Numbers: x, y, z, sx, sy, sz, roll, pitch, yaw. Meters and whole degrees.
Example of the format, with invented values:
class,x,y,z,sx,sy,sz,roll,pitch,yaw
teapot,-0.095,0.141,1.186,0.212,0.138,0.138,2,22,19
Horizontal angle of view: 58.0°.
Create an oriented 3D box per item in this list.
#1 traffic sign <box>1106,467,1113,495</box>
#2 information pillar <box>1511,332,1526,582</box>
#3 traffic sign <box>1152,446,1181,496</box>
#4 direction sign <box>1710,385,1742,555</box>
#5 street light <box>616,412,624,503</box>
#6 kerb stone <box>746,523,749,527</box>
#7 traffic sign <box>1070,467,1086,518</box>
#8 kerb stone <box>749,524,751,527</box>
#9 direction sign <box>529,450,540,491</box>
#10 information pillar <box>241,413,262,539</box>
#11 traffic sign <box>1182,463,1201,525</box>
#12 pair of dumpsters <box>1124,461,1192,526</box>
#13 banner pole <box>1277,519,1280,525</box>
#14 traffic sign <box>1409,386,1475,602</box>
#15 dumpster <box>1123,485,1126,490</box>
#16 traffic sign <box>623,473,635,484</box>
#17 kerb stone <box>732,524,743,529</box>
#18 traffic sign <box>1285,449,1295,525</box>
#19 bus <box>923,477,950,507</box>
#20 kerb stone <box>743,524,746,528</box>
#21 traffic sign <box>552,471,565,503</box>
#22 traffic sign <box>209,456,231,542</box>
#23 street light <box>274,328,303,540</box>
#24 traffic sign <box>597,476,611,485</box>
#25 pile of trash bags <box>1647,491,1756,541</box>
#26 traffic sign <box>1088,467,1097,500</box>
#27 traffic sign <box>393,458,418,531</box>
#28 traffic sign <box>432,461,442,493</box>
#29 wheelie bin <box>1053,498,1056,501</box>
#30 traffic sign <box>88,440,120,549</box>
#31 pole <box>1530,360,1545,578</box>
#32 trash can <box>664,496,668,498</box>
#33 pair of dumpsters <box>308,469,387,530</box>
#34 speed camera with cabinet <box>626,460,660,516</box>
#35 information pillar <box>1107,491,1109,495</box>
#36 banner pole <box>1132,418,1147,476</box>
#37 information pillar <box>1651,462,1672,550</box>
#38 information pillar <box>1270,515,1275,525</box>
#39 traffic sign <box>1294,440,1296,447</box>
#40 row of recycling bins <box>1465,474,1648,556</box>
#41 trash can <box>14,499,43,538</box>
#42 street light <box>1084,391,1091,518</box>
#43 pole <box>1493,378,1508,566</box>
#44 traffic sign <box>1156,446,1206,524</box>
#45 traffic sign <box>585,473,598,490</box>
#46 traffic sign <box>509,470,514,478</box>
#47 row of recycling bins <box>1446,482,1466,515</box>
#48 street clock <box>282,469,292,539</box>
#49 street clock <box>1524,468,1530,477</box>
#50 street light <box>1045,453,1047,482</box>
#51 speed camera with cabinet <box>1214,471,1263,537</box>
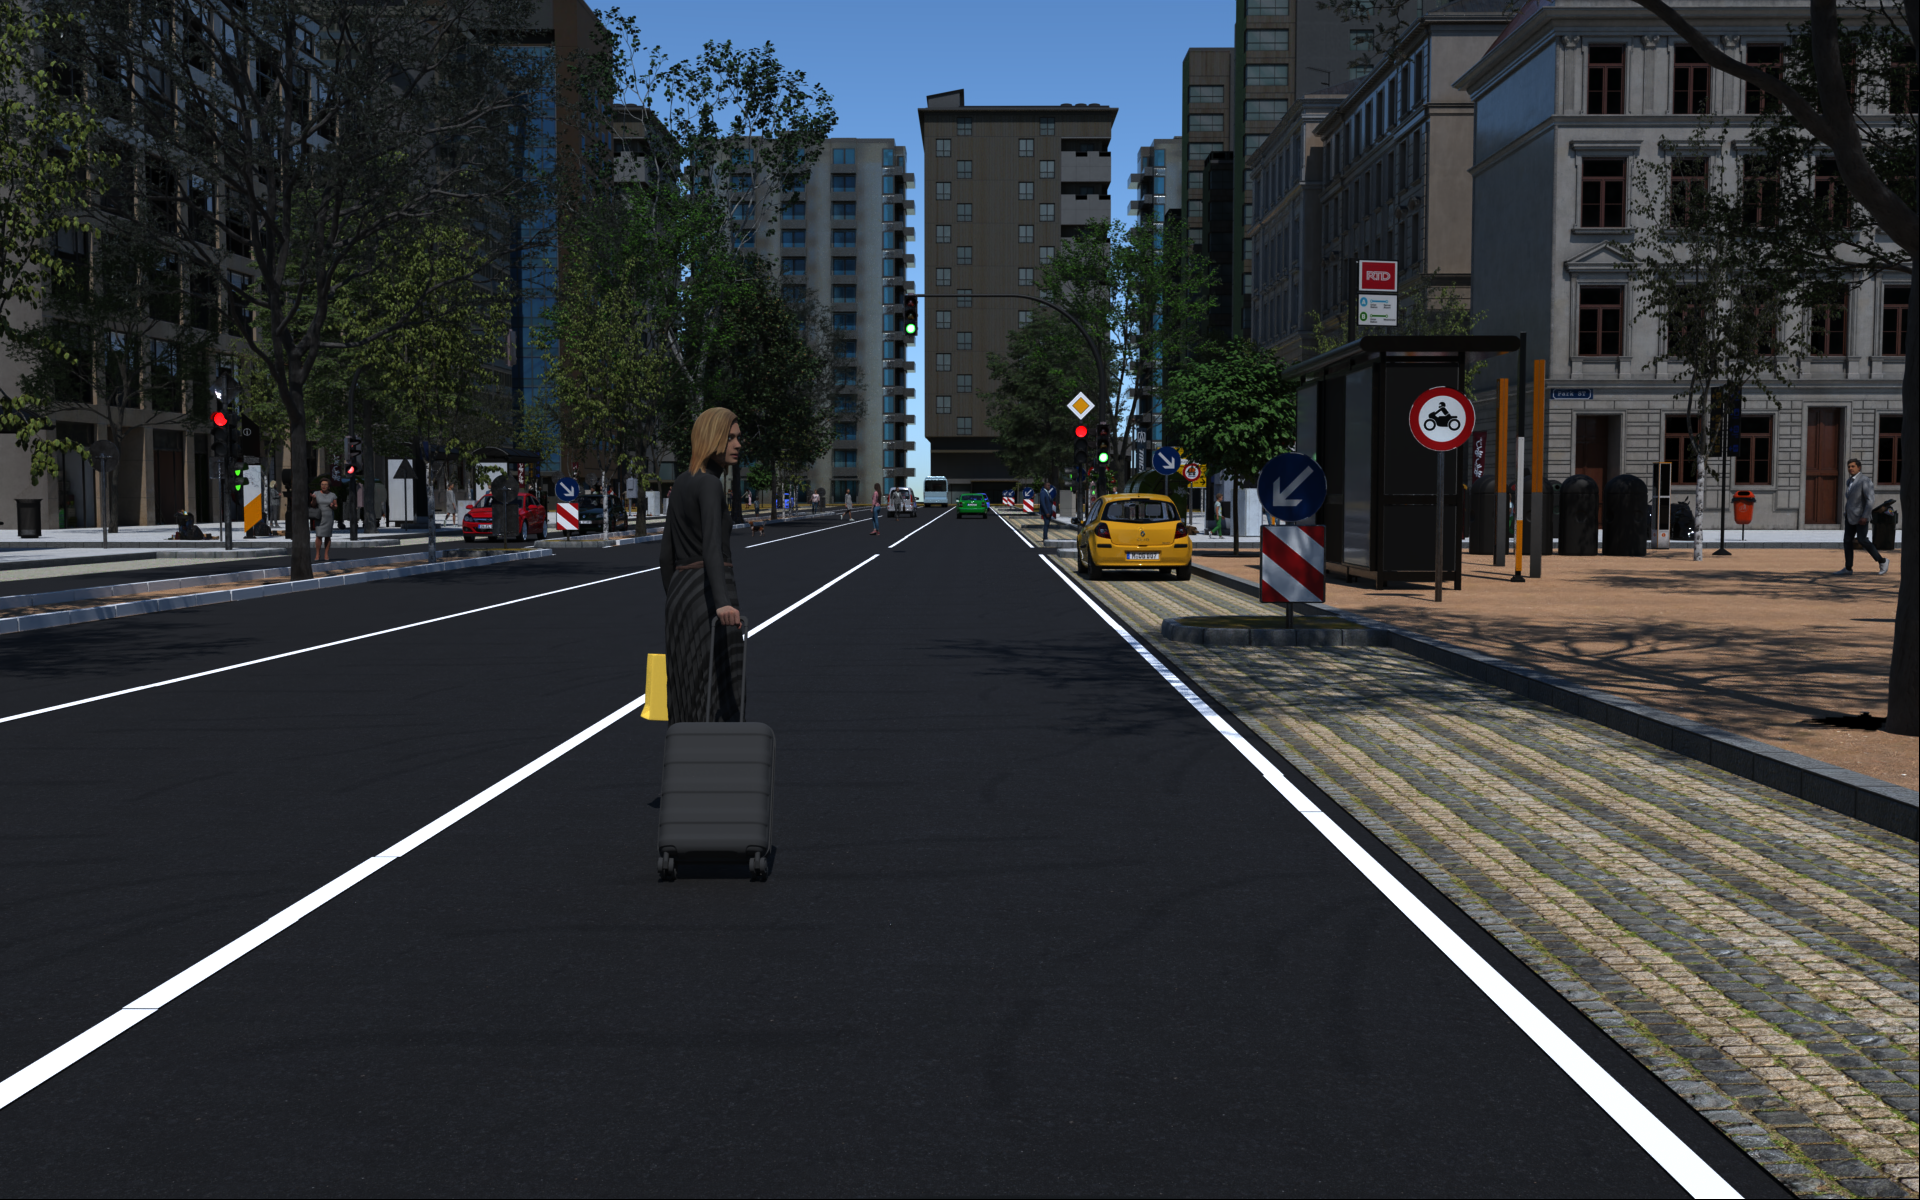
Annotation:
class,x,y,z,sx,sy,sz,roll,pitch,yaw
traffic sign,6.802,-4.919,80.433,0.884,2.594,0.081,0,4,4
information pillar,8.187,-2.078,25.324,0.183,3.616,0.504,1,4,14
traffic sign,5.518,-2.827,46.322,0.768,2.556,0.104,0,4,2
direction sign,16.032,-2.712,36.338,0.379,3.537,0.876,-1,4,-17
street light,-18.265,-7.371,93.299,0.468,5.910,1.993,0,4,1
kerb stone,-9.283,-3.188,74.314,0.120,0.150,1.000,0,4,1
traffic sign,5.399,-4.849,79.393,0.768,2.556,0.104,0,4,1
kerb stone,-9.275,-3.250,75.340,0.120,0.150,1.000,0,4,1
direction sign,-21.965,-5.959,89.427,0.876,3.537,0.379,3,4,36
information pillar,-20.349,-3.571,49.737,0.504,3.616,0.183,-1,4,-19
traffic sign,9.478,-4.330,70.904,0.768,2.556,0.104,0,4,2
pair of dumpsters,5.633,-2.870,49.415,1.574,2.255,4.437,0,4,1
banner pole,9.237,-3.690,50.351,0.401,3.779,0.863,0,4,0
traffic sign,5.698,-1.251,20.552,0.768,2.556,0.104,0,4,6
dumpster,5.767,-2.943,53.870,1.264,1.857,1.865,0,4,1
traffic sign,-19.884,-6.364,104.161,0.768,2.556,0.104,1,4,10
kerb stone,-9.301,-3.062,72.266,0.120,0.150,1.000,0,4,1
traffic sign,7.572,-2.442,40.037,0.768,2.556,0.104,0,4,4
bus,-2.582,-11.895,189.342,2.948,3.499,13.247,0,3,0
kerb stone,-9.298,-3.125,73.292,0.120,0.150,1.000,0,4,1
traffic sign,-22.325,-5.881,96.260,0.768,2.556,0.104,0,4,4
traffic sign,-19.956,-2.728,46.728,0.606,2.300,0.079,0,4,5
street light,-18.651,-4.620,48.327,0.468,5.910,1.993,0,4,1
traffic sign,-21.398,-6.368,104.118,0.884,2.594,0.081,0,4,1
pile of trash bags,20.282,-2.355,48.252,3.447,1.369,1.912,2,4,26
traffic sign,6.056,-4.700,76.946,0.768,2.556,0.104,1,4,10
traffic sign,-19.231,-3.674,60.073,0.884,2.594,0.081,0,4,5
traffic sign,-19.982,-4.008,65.638,0.768,2.556,0.104,0,4,8
wheelie bin,5.619,-6.100,107.637,0.693,1.594,0.980,0,4,2
traffic sign,-20.104,-2.481,40.667,0.768,2.556,0.104,0,4,3
pole,8.814,-1.993,26.427,0.158,3.312,0.155,0,3,0
trash can,-20.278,-6.668,120.670,0.748,1.137,0.748,0,3,0
pair of dumpsters,-22.721,-3.774,64.196,1.574,2.255,4.437,0,4,0
speed camera with cabinet,-18.628,-6.576,101.853,2.038,3.252,0.660,2,4,27
information pillar,7.926,-5.510,94.582,0.304,2.012,0.304,-1,4,-15
banner pole,5.908,-4.126,57.473,0.863,3.779,0.401,-3,5,-40
information pillar,16.244,-2.179,40.121,0.304,2.012,0.304,0,4,-6
information pillar,9.875,-3.872,54.657,0.183,3.616,0.504,0,4,1
traffic sign,6.621,-1.973,32.361,0.768,2.556,0.104,0,4,3
row of recycling bins,12.544,-1.789,36.359,3.534,1.692,1.069,1,4,14
trash can,-26.984,-2.358,50.204,0.748,1.137,0.748,0,3,0
street light,5.737,-6.441,78.091,0.468,5.910,1.993,0,4,1
pole,9.573,-2.252,30.656,0.158,3.312,0.155,0,3,0
traffic sign,9.498,-4.895,73.908,2.265,3.308,0.079,0,4,3
traffic sign,-22.096,-6.340,103.771,0.768,2.556,0.104,0,4,3
traffic sign,-21.484,-5.030,82.250,0.884,2.594,0.081,0,4,4
row of recycling bins,15.939,-2.678,50.890,3.534,1.692,1.069,1,4,18
street clock,-19.203,-2.750,49.540,0.358,2.002,0.471,0,4,-5
street clock,15.442,-2.629,47.550,0.358,2.002,0.471,0,4,-5
street light,6.050,-9.138,122.195,0.468,5.910,1.993,0,4,1
speed camera with cabinet,8.409,-3.552,52.407,0.660,3.252,2.038,-1,4,-20
